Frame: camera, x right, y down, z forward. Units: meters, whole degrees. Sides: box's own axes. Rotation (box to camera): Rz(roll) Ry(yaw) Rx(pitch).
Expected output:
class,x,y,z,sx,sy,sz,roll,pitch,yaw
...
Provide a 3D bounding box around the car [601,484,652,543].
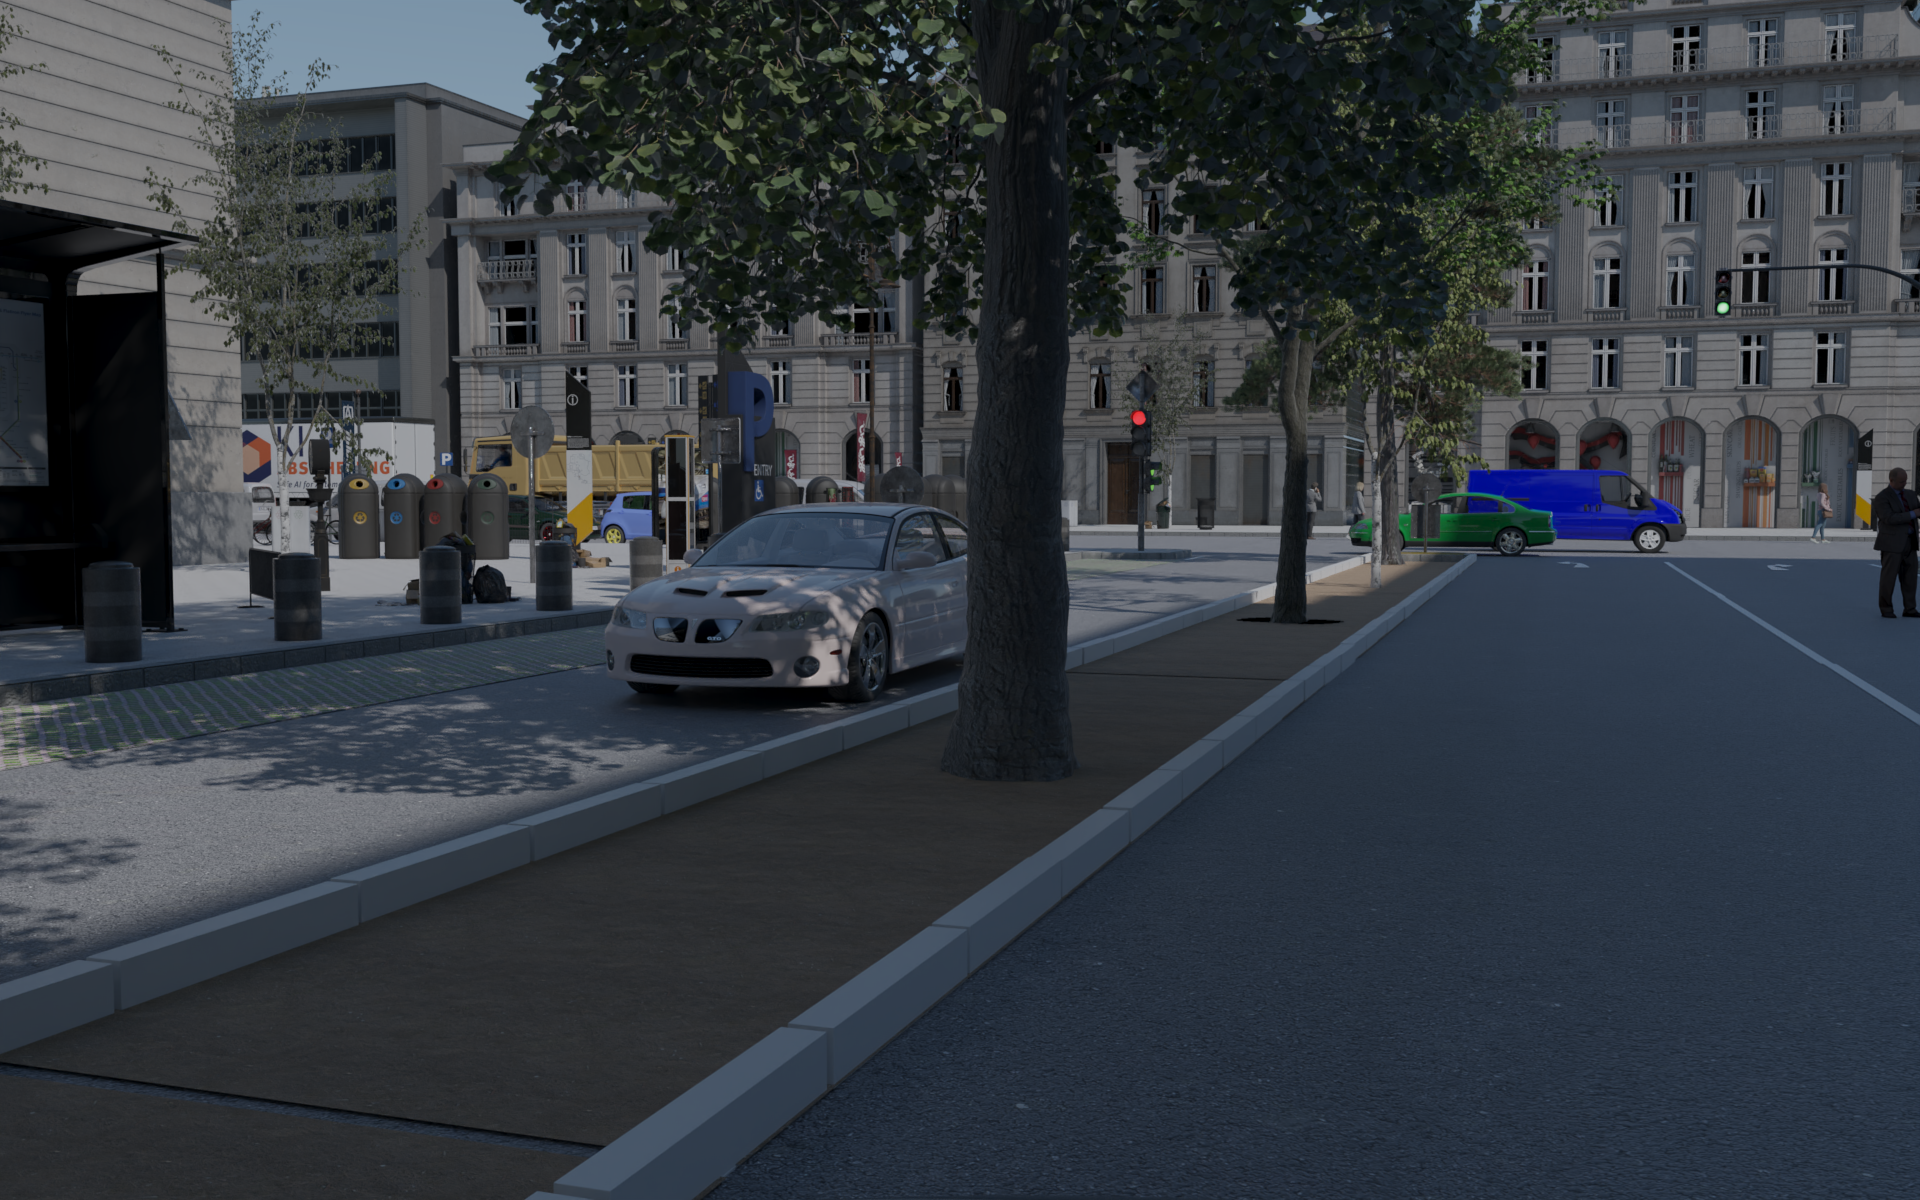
class,x,y,z,sx,sy,sz,roll,pitch,yaw
car,-7.737,-2.250,46.385,3.694,1.707,1.945,1,4,20

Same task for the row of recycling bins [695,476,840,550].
class,x,y,z,sx,sy,sz,roll,pitch,yaw
row of recycling bins,-4.487,-2.009,39.955,3.534,1.692,1.069,1,4,9

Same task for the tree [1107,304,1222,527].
class,x,y,z,sx,sy,sz,roll,pitch,yaw
tree,7.829,-7.102,66.476,4.360,8.622,3.978,0,3,0

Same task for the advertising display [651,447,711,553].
class,x,y,z,sx,sy,sz,roll,pitch,yaw
advertising display,-3.854,-1.148,23.990,0.123,1.923,0.974,3,5,40

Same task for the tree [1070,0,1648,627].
class,x,y,z,sx,sy,sz,roll,pitch,yaw
tree,3.723,-5.535,18.710,9.928,11.665,9.643,0,3,0

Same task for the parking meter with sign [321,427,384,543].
class,x,y,z,sx,sy,sz,roll,pitch,yaw
parking meter with sign,-15.951,-3.033,45.851,0.543,3.016,1.738,3,4,38

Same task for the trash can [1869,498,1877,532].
class,x,y,z,sx,sy,sz,roll,pitch,yaw
trash can,31.430,-2.904,59.131,0.748,1.137,0.748,0,3,0

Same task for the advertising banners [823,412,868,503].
class,x,y,z,sx,sy,sz,roll,pitch,yaw
advertising banners,-2.390,-2.471,36.596,0.090,3.025,2.074,1,4,22

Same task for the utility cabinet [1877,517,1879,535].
class,x,y,z,sx,sy,sz,roll,pitch,yaw
utility cabinet,28.629,-2.554,52.919,1.020,1.237,0.306,3,5,44

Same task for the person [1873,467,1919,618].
class,x,y,z,sx,sy,sz,roll,pitch,yaw
person,10.905,-0.662,20.008,0.565,1.739,0.600,-3,5,-40

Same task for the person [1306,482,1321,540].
class,x,y,z,sx,sy,sz,roll,pitch,yaw
person,11.065,-2.810,54.618,0.473,1.802,0.592,-2,4,-32

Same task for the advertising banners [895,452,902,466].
class,x,y,z,sx,sy,sz,roll,pitch,yaw
advertising banners,-2.163,-4.691,72.890,0.090,3.025,2.074,2,4,32

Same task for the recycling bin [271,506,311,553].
class,x,y,z,sx,sy,sz,roll,pitch,yaw
recycling bin,-13.758,-1.411,35.630,0.722,1.027,0.722,-1,4,-19

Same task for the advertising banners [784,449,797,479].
class,x,y,z,sx,sy,sz,roll,pitch,yaw
advertising banners,-5.906,-4.384,67.867,2.074,3.025,0.090,1,4,15

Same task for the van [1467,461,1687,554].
class,x,y,z,sx,sy,sz,roll,pitch,yaw
van,15.254,-2.366,43.067,5.245,2.365,2.240,1,4,20

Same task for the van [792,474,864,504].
class,x,y,z,sx,sy,sz,roll,pitch,yaw
van,-2.999,-2.492,47.760,4.112,2.044,2.013,1,4,17

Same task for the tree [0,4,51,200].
class,x,y,z,sx,sy,sz,roll,pitch,yaw
tree,-13.424,-4.370,21.804,4.360,8.622,3.978,0,3,0

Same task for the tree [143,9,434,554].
class,x,y,z,sx,sy,sz,roll,pitch,yaw
tree,-10.483,-4.678,26.840,4.360,8.622,3.978,0,3,0

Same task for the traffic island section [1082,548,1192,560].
class,x,y,z,sx,sy,sz,roll,pitch,yaw
traffic island section,4.070,-1.030,39.129,2.009,0.180,2.903,1,4,19

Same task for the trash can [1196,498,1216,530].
class,x,y,z,sx,sy,sz,roll,pitch,yaw
trash can,8.809,-3.081,62.035,0.748,1.137,0.748,0,3,0

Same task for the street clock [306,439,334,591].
class,x,y,z,sx,sy,sz,roll,pitch,yaw
street clock,-8.434,-1.118,22.842,0.358,2.002,0.471,-2,4,-27

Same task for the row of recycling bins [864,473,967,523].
class,x,y,z,sx,sy,sz,roll,pitch,yaw
row of recycling bins,-0.797,-1.753,35.770,1.069,1.692,3.534,2,4,29

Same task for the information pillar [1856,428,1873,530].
class,x,y,z,sx,sy,sz,roll,pitch,yaw
information pillar,32.101,-4.288,61.459,0.504,3.616,0.183,1,4,20

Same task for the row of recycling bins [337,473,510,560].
class,x,y,z,sx,sy,sz,roll,pitch,yaw
row of recycling bins,-10.599,-1.658,34.221,3.534,1.692,1.069,1,4,8

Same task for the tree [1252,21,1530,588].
class,x,y,z,sx,sy,sz,roll,pitch,yaw
tree,6.268,-4.462,25.773,4.737,8.622,4.395,0,3,0

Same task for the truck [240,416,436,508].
class,x,y,z,sx,sy,sz,roll,pitch,yaw
truck,-25.186,-4.670,65.272,11.283,4.237,2.839,1,4,20

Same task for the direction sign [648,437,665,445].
class,x,y,z,sx,sy,sz,roll,pitch,yaw
direction sign,-12.062,-4.734,69.393,0.876,3.537,0.379,-1,4,-22

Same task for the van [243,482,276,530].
class,x,y,z,sx,sy,sz,roll,pitch,yaw
van,-26.940,-3.425,63.010,4.112,2.044,2.013,1,4,18

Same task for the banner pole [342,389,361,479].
class,x,y,z,sx,sy,sz,roll,pitch,yaw
banner pole,-14.406,-3.127,41.148,0.401,3.779,0.863,1,4,17

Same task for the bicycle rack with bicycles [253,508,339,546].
class,x,y,z,sx,sy,sz,roll,pitch,yaw
bicycle rack with bicycles,-16.917,-1.845,43.550,2.925,0.926,2.852,-1,4,-20

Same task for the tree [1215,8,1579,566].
class,x,y,z,sx,sy,sz,roll,pitch,yaw
tree,8.603,-6.739,34.688,6.751,12.117,7.091,0,3,0

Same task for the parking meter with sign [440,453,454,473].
class,x,y,z,sx,sy,sz,roll,pitch,yaw
parking meter with sign,-21.552,-4.743,73.804,0.543,3.016,1.738,0,4,4

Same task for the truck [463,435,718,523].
class,x,y,z,sx,sy,sz,roll,pitch,yaw
truck,-12.032,-3.700,56.413,9.791,3.379,3.469,1,4,20

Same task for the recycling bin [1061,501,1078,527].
class,x,y,z,sx,sy,sz,roll,pitch,yaw
recycling bin,4.113,-3.356,67.421,0.722,1.027,0.722,2,4,29

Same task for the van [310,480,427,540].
class,x,y,z,sx,sy,sz,roll,pitch,yaw
van,-17.539,-2.691,51.011,4.112,2.044,2.013,1,4,17

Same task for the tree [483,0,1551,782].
class,x,y,z,sx,sy,sz,roll,pitch,yaw
tree,0.277,-6.084,8.589,9.857,13.997,8.962,0,3,0

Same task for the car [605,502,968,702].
class,x,y,z,sx,sy,sz,roll,pitch,yaw
car,-0.975,-0.077,13.616,2.083,1.381,4.827,1,4,19

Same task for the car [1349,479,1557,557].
class,x,y,z,sx,sy,sz,roll,pitch,yaw
car,11.585,-1.957,40.794,4.718,1.807,1.959,1,4,18

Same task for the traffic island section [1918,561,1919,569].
class,x,y,z,sx,sy,sz,roll,pitch,yaw
traffic island section,19.471,-0.706,33.829,2.009,0.180,2.903,1,4,19

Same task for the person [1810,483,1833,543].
class,x,y,z,sx,sy,sz,roll,pitch,yaw
person,25.111,-2.535,50.532,0.643,1.750,0.593,1,4,9

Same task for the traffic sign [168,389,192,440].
class,x,y,z,sx,sy,sz,roll,pitch,yaw
traffic sign,-7.992,-1.053,17.212,0.884,2.594,0.081,1,4,21

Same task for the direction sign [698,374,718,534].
class,x,y,z,sx,sy,sz,roll,pitch,yaw
direction sign,-4.737,-2.507,32.985,0.379,3.537,0.876,-3,5,-39

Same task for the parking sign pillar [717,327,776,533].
class,x,y,z,sx,sy,sz,roll,pitch,yaw
parking sign pillar,-3.435,-2.416,27.978,1.447,3.967,1.447,1,4,18

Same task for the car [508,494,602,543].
class,x,y,z,sx,sy,sz,roll,pitch,yaw
car,-12.229,-2.408,49.152,4.222,1.686,2.009,1,4,20

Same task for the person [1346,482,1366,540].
class,x,y,z,sx,sy,sz,roll,pitch,yaw
person,12.300,-2.747,53.590,0.728,1.800,0.709,0,4,-1

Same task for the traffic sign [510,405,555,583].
class,x,y,z,sx,sy,sz,roll,pitch,yaw
traffic sign,-6.148,-1.513,24.847,0.768,2.556,0.104,2,4,23

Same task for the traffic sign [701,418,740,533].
class,x,y,z,sx,sy,sz,roll,pitch,yaw
traffic sign,-3.240,-1.300,23.389,0.606,2.300,0.079,2,4,24
